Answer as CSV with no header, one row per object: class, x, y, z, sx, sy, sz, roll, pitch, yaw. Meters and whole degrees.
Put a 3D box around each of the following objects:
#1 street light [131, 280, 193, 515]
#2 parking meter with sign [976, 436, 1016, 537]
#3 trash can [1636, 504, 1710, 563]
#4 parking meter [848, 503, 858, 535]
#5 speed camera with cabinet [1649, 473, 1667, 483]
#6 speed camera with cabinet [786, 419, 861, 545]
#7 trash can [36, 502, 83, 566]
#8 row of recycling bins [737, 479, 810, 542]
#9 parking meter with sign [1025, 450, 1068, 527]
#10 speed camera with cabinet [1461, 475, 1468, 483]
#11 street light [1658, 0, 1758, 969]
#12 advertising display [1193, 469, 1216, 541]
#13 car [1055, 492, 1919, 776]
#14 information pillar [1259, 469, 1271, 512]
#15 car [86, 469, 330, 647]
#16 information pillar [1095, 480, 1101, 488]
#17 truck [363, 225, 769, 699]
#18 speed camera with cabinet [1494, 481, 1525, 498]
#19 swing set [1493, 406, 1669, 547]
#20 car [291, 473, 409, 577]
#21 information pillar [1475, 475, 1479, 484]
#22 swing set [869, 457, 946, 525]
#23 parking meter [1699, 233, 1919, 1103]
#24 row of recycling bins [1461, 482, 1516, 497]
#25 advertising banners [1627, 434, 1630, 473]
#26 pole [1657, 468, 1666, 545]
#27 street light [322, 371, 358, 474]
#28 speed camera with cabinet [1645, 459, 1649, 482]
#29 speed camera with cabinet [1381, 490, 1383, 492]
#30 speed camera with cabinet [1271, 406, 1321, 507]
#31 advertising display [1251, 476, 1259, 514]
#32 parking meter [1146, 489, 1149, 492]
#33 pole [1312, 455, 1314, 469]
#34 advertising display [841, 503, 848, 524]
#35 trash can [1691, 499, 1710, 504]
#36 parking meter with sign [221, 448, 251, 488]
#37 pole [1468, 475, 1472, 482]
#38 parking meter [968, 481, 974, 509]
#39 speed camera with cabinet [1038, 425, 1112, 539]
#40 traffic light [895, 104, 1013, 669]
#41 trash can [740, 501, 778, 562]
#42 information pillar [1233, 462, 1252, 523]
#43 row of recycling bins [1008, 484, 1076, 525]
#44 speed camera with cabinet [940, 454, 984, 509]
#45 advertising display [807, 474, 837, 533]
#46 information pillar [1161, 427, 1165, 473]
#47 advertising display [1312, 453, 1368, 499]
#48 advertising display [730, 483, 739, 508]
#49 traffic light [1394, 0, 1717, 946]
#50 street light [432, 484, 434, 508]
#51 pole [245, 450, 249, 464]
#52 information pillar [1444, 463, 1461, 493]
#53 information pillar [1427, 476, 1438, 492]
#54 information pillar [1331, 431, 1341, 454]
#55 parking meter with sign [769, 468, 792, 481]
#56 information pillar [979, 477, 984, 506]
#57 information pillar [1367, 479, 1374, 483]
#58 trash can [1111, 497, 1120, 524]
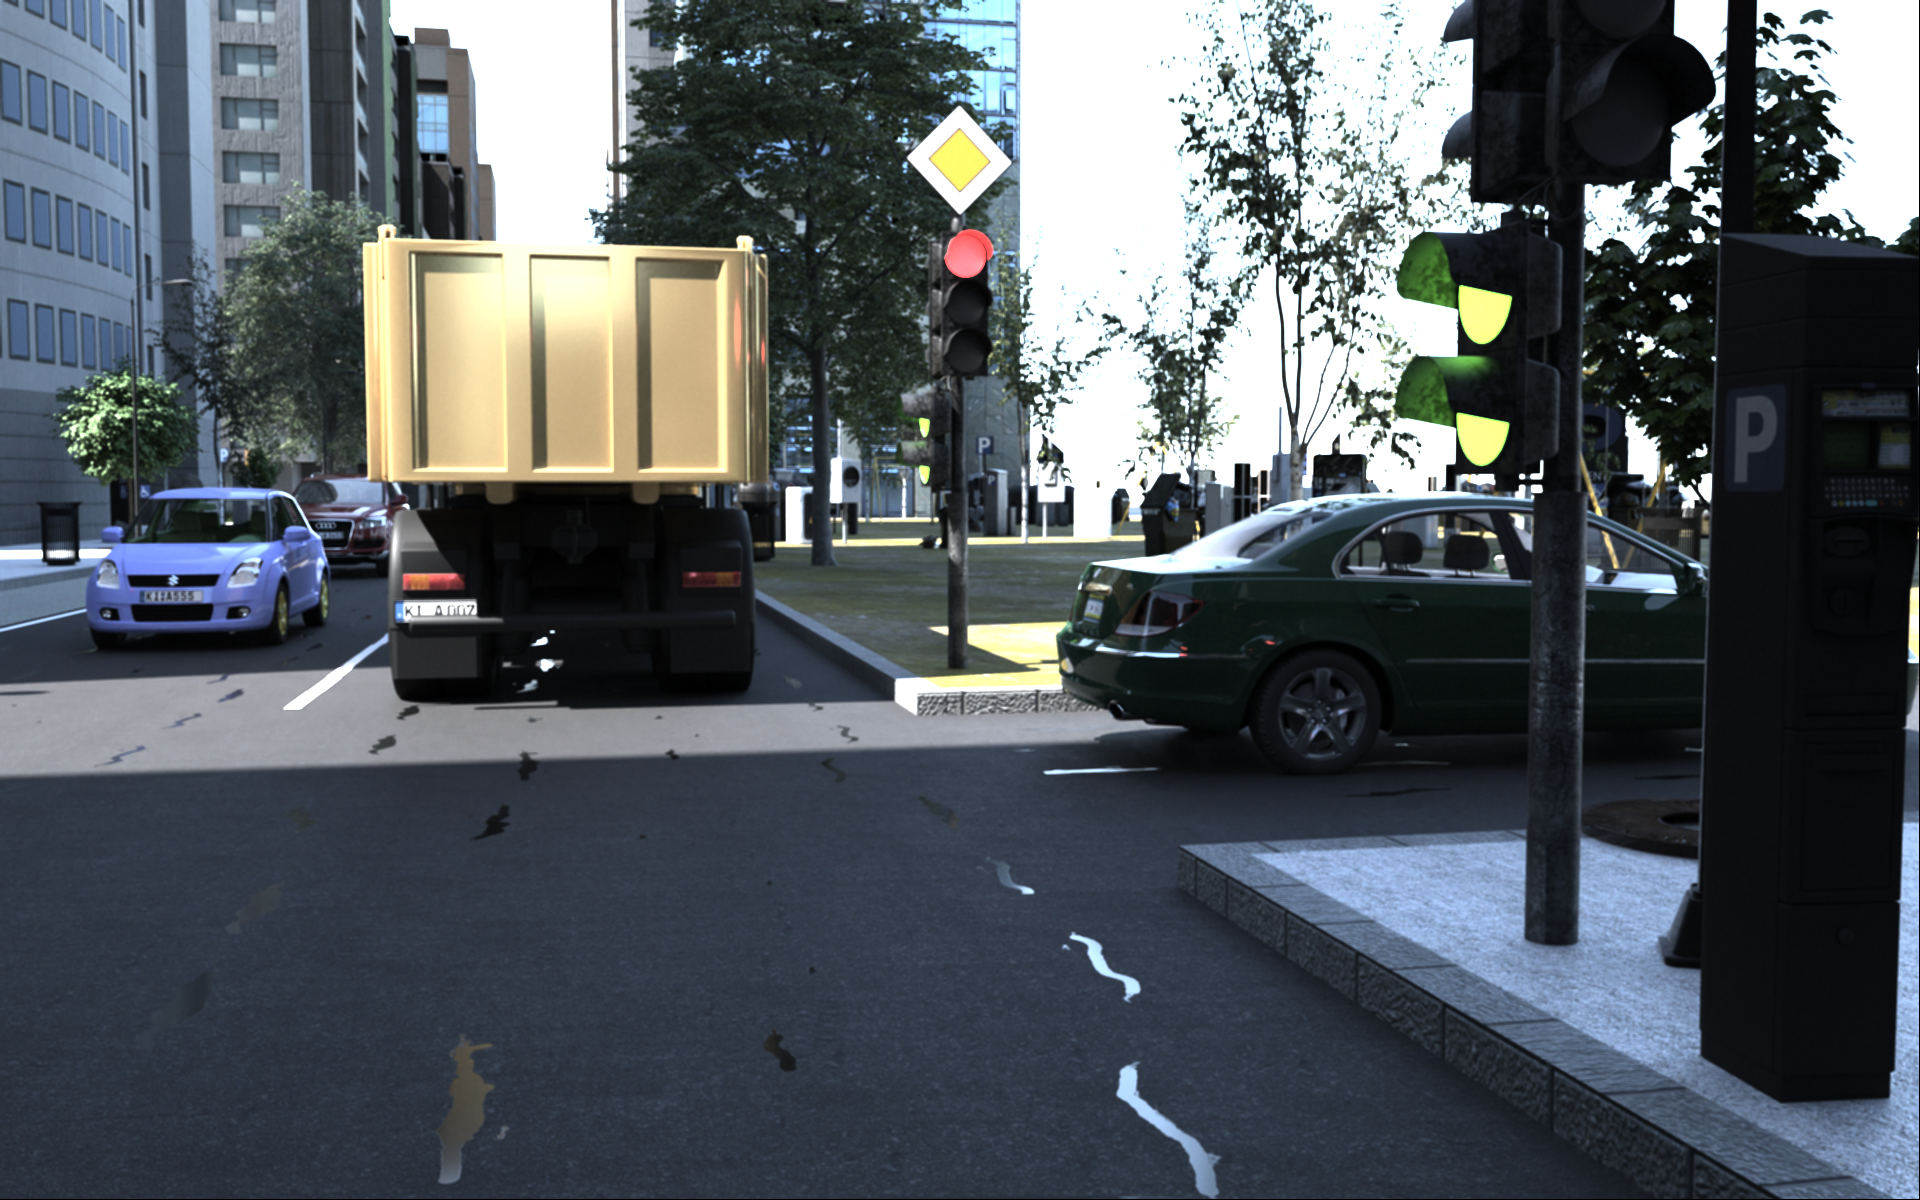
street light,-17.319,-3.979,37.601,1.470,5.913,1.316,-1,4,-12
parking meter with sign,1.147,-3.469,52.982,0.543,3.016,1.738,2,4,29
trash can,7.903,-0.465,19.255,0.748,1.137,0.748,0,3,0
parking meter,-3.392,-3.010,54.920,0.255,1.863,0.399,0,4,7
speed camera with cabinet,30.151,-4.893,74.331,0.660,3.252,2.038,2,4,27
speed camera with cabinet,-3.488,-3.066,44.467,2.038,3.252,0.660,-3,5,-43
trash can,-16.173,-1.192,31.136,0.748,1.137,0.748,0,3,0
row of recycling bins,-5.118,-2.471,47.510,1.069,1.692,3.534,1,4,20
parking meter with sign,3.400,-4.425,68.604,1.738,3.016,0.543,-1,4,-9
speed camera with cabinet,26.487,-6.042,93.129,2.038,3.252,0.660,-1,4,-21
street light,1.562,-1.955,4.502,1.470,5.913,1.316,-1,4,-12
advertising display,6.318,-2.418,44.749,0.123,1.923,0.974,3,4,39
car,3.008,0.116,9.900,4.920,1.459,2.131,-1,4,-11
information pillar,8.863,-2.804,50.345,0.304,2.012,0.304,2,4,25
car,-7.488,-0.480,17.445,1.945,1.707,3.694,-1,4,-11
information pillar,7.250,-5.282,90.851,0.304,2.012,0.304,0,4,5
truck,-3.524,-1.223,15.915,3.469,3.379,9.791,-1,4,-12
speed camera with cabinet,20.127,-4.217,63.287,0.660,3.252,2.038,0,4,-1
swing set,8.384,-1.495,22.066,3.119,2.851,2.862,-2,4,-26
car,-11.152,-1.395,31.487,2.281,1.827,5.304,-1,4,-12
information pillar,26.213,-5.897,87.769,0.183,3.616,0.504,2,4,31
swing set,-2.361,-4.694,74.363,3.119,2.851,2.862,-1,4,-13
parking meter,1.833,0.120,3.748,0.255,1.863,0.399,0,4,-7
row of recycling bins,17.882,-3.216,59.691,3.534,1.692,1.069,-3,4,-39
advertising banners,19.130,-3.249,49.309,0.090,3.025,2.074,1,4,12
pole,16.129,-2.811,39.804,0.158,3.312,0.155,0,3,0
street light,-23.342,-5.667,65.190,1.470,5.913,1.316,-1,4,-12
speed camera with cabinet,37.533,-6.137,94.681,0.660,3.252,2.038,3,5,40
speed camera with cabinet,15.280,-4.420,66.605,2.038,3.252,0.660,1,4,17
speed camera with cabinet,7.485,-2.688,38.284,0.660,3.252,2.038,-1,4,-9
advertising display,10.632,-3.442,61.492,0.123,1.923,0.974,-3,5,-42
parking meter,10.106,-5.128,92.257,0.372,1.533,0.369,0,3,0
pole,18.313,-5.856,89.593,0.158,3.312,0.155,0,3,0
advertising display,-4.803,-4.217,74.155,0.123,1.923,0.974,-3,4,-37
trash can,21.592,-2.359,50.225,0.748,1.137,0.748,0,3,0
parking meter with sign,-27.042,-4.221,65.269,1.738,3.016,0.543,1,4,16
pole,26.731,-5.933,90.840,0.158,3.312,0.155,0,3,0
parking meter,0.482,-4.270,75.522,0.255,1.863,0.399,0,4,-3
speed camera with cabinet,3.303,-3.387,49.719,2.038,3.252,0.660,1,4,15
traffic light,-0.034,-1.453,12.670,0.839,4.253,0.868,-1,4,-12
trash can,-3.843,-1.311,33.083,0.748,1.137,0.748,0,3,0
information pillar,6.520,-2.173,40.024,0.304,2.012,0.304,-3,5,-40
row of recycling bins,3.559,-4.070,73.655,3.534,1.692,1.069,-3,4,-37
speed camera with cabinet,0.176,-5.043,76.783,2.038,3.252,0.660,1,4,15
advertising display,-4.520,-3.151,56.740,0.974,1.923,0.123,-1,4,-20
information pillar,7.089,-4.238,60.639,0.183,3.616,0.504,0,4,1
advertising display,6.010,-1.361,27.463,0.123,1.923,0.974,-3,5,-41
advertising display,-9.299,-4.170,73.401,0.974,1.923,0.123,-3,5,-44
traffic light,1.684,-0.976,4.872,0.839,4.253,0.868,-1,4,-12
street light,-33.663,-8.554,112.400,1.470,5.913,1.316,-1,4,-12
pole,-32.912,-5.274,80.077,0.158,3.312,0.155,0,3,0
information pillar,11.771,-2.257,41.390,0.304,2.012,0.304,3,4,38
information pillar,18.699,-3.921,68.593,0.304,2.012,0.304,-2,4,-28
information pillar,14.061,-4.491,64.785,0.183,3.616,0.504,-2,4,-27
parking meter with sign,-5.320,-3.362,51.233,0.543,3.016,1.738,3,5,43
information pillar,1.059,-4.364,75.847,0.304,2.012,0.304,-3,4,-37
information pillar,19.767,-4.836,83.565,0.304,2.012,0.304,-2,4,-28
trash can,6.432,-3.801,73.793,0.748,1.137,0.748,0,3,0
